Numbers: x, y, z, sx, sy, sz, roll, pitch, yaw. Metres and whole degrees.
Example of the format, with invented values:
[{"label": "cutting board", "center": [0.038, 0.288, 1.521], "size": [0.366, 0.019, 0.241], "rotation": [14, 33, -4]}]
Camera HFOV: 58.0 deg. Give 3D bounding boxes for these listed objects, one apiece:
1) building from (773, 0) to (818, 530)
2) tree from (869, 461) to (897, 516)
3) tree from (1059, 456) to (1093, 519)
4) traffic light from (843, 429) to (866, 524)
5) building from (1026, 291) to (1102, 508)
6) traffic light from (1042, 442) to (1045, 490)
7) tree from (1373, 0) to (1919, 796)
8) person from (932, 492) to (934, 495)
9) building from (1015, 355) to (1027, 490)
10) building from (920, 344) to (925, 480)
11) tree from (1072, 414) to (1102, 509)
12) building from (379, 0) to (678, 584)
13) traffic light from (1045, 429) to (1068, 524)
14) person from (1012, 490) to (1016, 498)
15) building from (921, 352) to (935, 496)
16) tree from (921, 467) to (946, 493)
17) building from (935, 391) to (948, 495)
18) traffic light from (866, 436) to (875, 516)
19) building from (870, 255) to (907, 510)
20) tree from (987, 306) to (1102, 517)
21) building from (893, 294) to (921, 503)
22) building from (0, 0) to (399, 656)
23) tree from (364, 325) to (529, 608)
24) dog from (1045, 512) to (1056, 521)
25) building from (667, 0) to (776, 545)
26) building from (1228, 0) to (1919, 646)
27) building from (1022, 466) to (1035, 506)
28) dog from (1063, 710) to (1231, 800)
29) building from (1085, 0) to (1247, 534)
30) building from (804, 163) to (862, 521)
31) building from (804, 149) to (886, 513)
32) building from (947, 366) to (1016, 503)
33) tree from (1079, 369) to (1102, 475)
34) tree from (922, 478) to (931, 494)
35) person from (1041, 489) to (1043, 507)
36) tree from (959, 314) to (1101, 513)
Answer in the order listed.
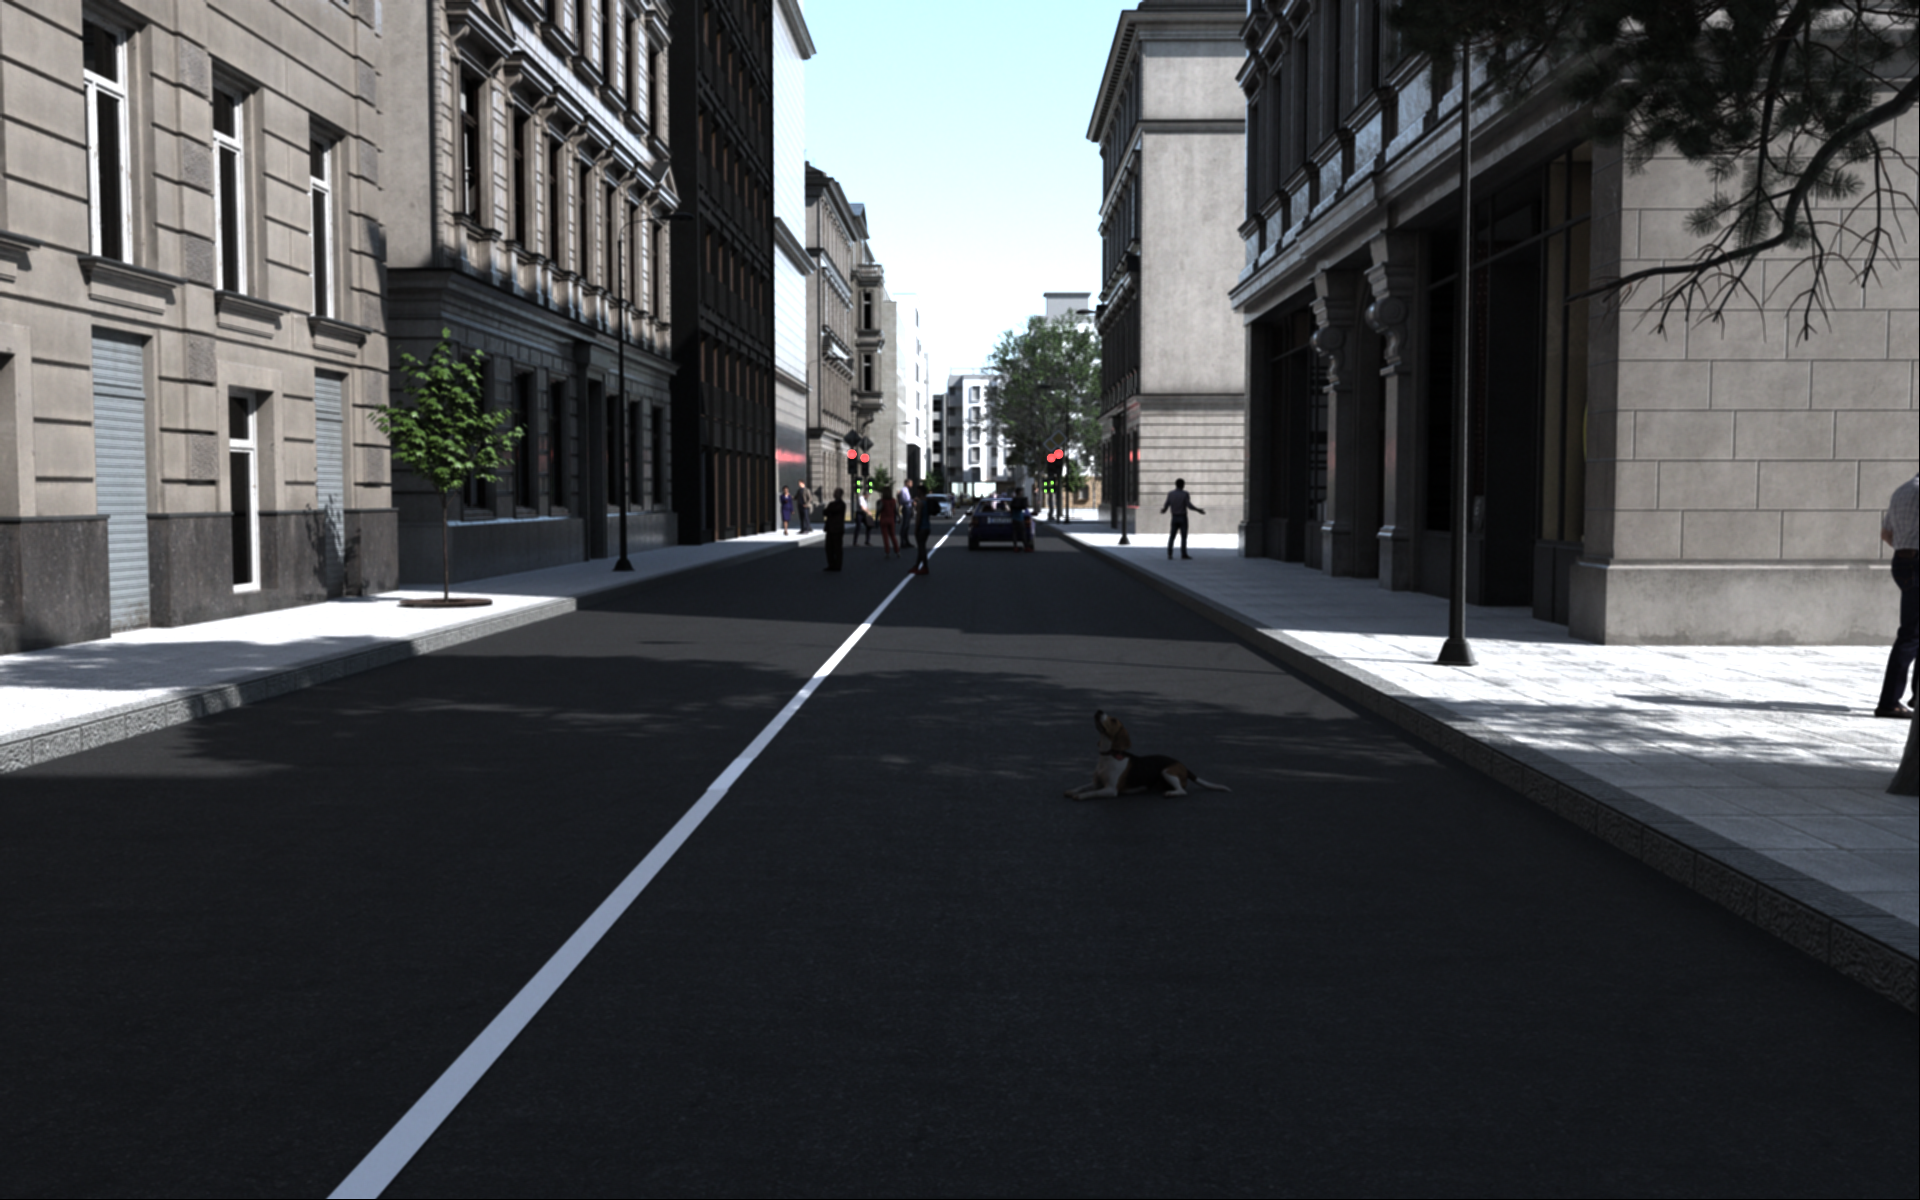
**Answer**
[{"label": "building", "center": [-17.578, -17.056, 66.257], "size": [23.554, 28.519, 14.401], "rotation": [0, 4, 1]}, {"label": "tree", "center": [-4.539, -6.559, 101.842], "size": [1.663, 3.219, 1.824], "rotation": [0, 3, 0]}, {"label": "tree", "center": [5.694, -5.759, 88.763], "size": [1.663, 3.219, 1.824], "rotation": [0, 3, 0]}, {"label": "traffic light", "center": [-4.581, -5.191, 74.113], "size": [0.839, 4.213, 0.868], "rotation": [0, 4, 1]}, {"label": "building", "center": [14.492, -19.019, 167.374], "size": [16.016, 20.091, 11.380], "rotation": [0, 4, 1]}, {"label": "traffic light", "center": [4.290, -5.673, 81.992], "size": [0.839, 4.213, 0.868], "rotation": [0, 4, 1]}, {"label": "tree", "center": [4.415, -5.199, 7.056], "size": [6.751, 12.117, 7.091], "rotation": [0, 3, 0]}, {"label": "person", "center": [-3.193, -12.594, 212.744], "size": [0.721, 1.735, 1.217], "rotation": [-1, 4, -18]}, {"label": "building", "center": [15.619, -21.435, 216.926], "size": [16.747, 18.905, 31.486], "rotation": [0, 4, 1]}, {"label": "building", "center": [-11.924, -20.836, 197.094], "size": [16.016, 20.091, 11.380], "rotation": [0, 4, 1]}, {"label": "tree", "center": [11.144, -11.820, 143.624], "size": [4.360, 8.622, 3.978], "rotation": [0, 3, 0]}, {"label": "building", "center": [-11.804, -10.312, 33.229], "size": [10.561, 19.102, 19.286], "rotation": [0, 4, 1]}, {"label": "traffic light", "center": [4.179, -5.184, 74.007], "size": [0.839, 4.213, 0.868], "rotation": [0, 4, 1]}, {"label": "person", "center": [6.321, -11.820, 200.232], "size": [0.756, 1.711, 0.436], "rotation": [-2, 4, -28]}, {"label": "building", "center": [-19.499, -21.902, 224.551], "size": [31.486, 18.905, 16.747], "rotation": [0, 4, 1]}, {"label": "tree", "center": [-3.222, -13.809, 209.493], "size": [4.285, 4.588, 4.351], "rotation": [0, 3, 0]}, {"label": "building", "center": [-17.604, -23.430, 249.531], "size": [31.486, 18.905, 16.747], "rotation": [0, 4, 1]}, {"label": "traffic light", "center": [-4.470, -5.679, 82.097], "size": [0.839, 4.213, 0.868], "rotation": [0, 4, 1]}, {"label": "building", "center": [-10.015, -17.757, 145.082], "size": [10.420, 20.320, 16.860], "rotation": [0, 4, 1]}, {"label": "tree", "center": [5.542, -10.504, 97.492], "size": [9.928, 11.665, 9.643], "rotation": [0, 3, 0]}, {"label": "building", "center": [-18.485, -20.222, 174.610], "size": [27.936, 21.610, 32.646], "rotation": [0, 4, 1]}, {"label": "building", "center": [-13.269, -13.023, 10.190], "size": [12.463, 27.353, 25.104], "rotation": [0, 4, 1]}, {"label": "tree", "center": [-5.798, -1.549, 19.925], "size": [1.663, 3.219, 1.824], "rotation": [0, 3, 0]}, {"label": "dog", "center": [4.462, -4.025, 83.543], "size": [0.748, 0.427, 0.550], "rotation": [0, 4, -6]}, {"label": "building", "center": [-12.536, -13.514, 50.637], "size": [12.332, 23.373, 15.834], "rotation": [0, 4, 1]}, {"label": "building", "center": [10.156, -11.183, 33.744], "size": [10.553, 20.767, 40.483], "rotation": [0, 4, 1]}, {"label": "building", "center": [11.438, -15.002, 187.426], "size": [9.099, 9.664, 28.070], "rotation": [0, 4, 1]}, {"label": "dog", "center": [0.897, 0.731, 8.246], "size": [0.748, 0.427, 0.550], "rotation": [1, 4, 18]}, {"label": "building", "center": [10.425, -12.171, 63.623], "size": [10.561, 19.102, 19.286], "rotation": [0, 4, 1]}, {"label": "building", "center": [-11.130, -13.912, 92.087], "size": [10.561, 19.102, 19.286], "rotation": [0, 4, 1]}, {"label": "building", "center": [-12.414, -18.354, 119.175], "size": [14.460, 24.649, 34.723], "rotation": [0, 4, 1]}, {"label": "building", "center": [3.832, -24.011, 248.993], "size": [11.380, 20.091, 16.016], "rotation": [0, 4, 1]}, {"label": "tree", "center": [14.329, -14.986, 152.440], "size": [7.806, 13.903, 7.818], "rotation": [0, 3, 0]}, {"label": "tree", "center": [-3.869, -12.836, 204.475], "size": [1.663, 3.219, 1.824], "rotation": [0, 3, 0]}, {"label": "person", "center": [7.430, -9.396, 160.339], "size": [0.551, 1.740, 0.621], "rotation": [1, 4, 14]}, {"label": "tree", "center": [5.393, -12.630, 116.877], "size": [12.009, 13.543, 11.850], "rotation": [0, 3, 0]}]
